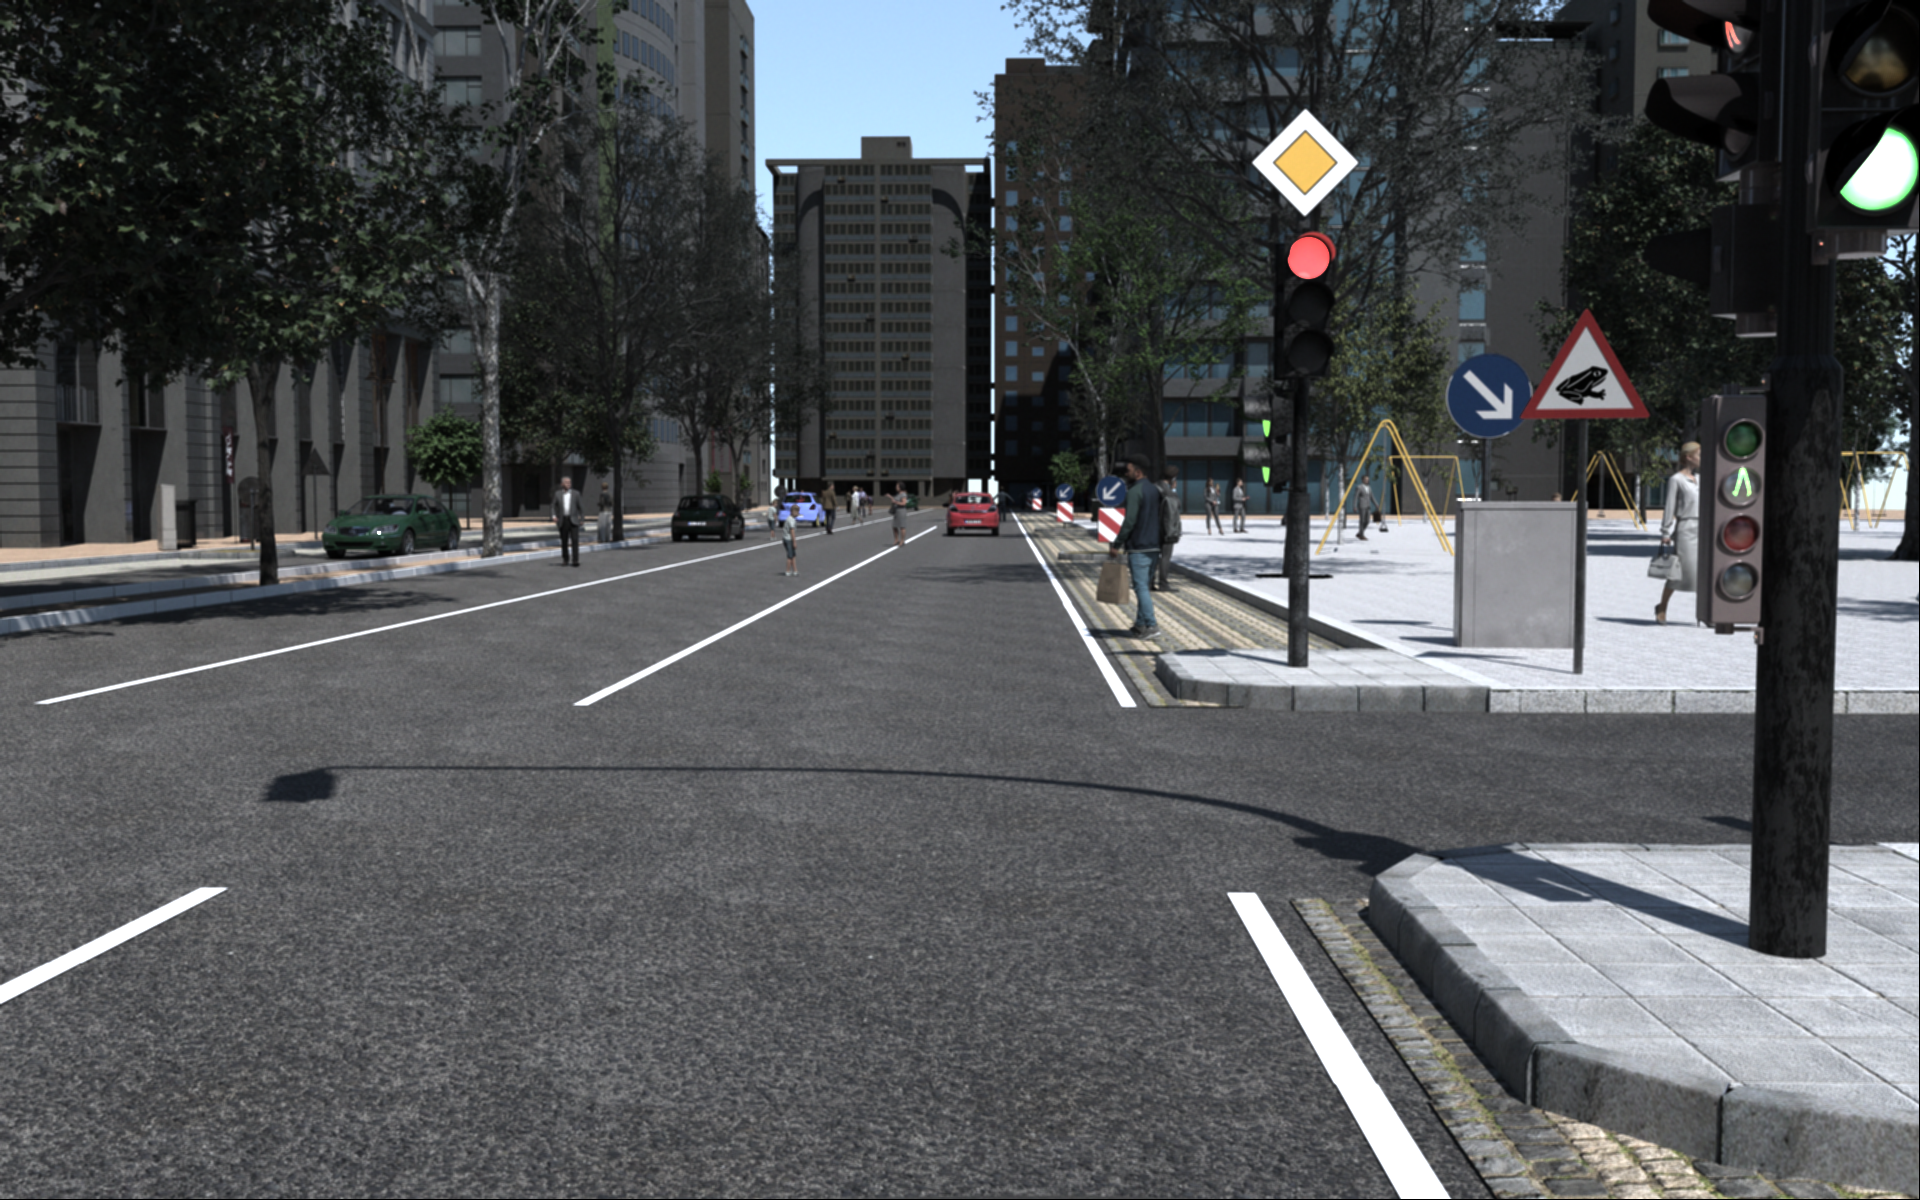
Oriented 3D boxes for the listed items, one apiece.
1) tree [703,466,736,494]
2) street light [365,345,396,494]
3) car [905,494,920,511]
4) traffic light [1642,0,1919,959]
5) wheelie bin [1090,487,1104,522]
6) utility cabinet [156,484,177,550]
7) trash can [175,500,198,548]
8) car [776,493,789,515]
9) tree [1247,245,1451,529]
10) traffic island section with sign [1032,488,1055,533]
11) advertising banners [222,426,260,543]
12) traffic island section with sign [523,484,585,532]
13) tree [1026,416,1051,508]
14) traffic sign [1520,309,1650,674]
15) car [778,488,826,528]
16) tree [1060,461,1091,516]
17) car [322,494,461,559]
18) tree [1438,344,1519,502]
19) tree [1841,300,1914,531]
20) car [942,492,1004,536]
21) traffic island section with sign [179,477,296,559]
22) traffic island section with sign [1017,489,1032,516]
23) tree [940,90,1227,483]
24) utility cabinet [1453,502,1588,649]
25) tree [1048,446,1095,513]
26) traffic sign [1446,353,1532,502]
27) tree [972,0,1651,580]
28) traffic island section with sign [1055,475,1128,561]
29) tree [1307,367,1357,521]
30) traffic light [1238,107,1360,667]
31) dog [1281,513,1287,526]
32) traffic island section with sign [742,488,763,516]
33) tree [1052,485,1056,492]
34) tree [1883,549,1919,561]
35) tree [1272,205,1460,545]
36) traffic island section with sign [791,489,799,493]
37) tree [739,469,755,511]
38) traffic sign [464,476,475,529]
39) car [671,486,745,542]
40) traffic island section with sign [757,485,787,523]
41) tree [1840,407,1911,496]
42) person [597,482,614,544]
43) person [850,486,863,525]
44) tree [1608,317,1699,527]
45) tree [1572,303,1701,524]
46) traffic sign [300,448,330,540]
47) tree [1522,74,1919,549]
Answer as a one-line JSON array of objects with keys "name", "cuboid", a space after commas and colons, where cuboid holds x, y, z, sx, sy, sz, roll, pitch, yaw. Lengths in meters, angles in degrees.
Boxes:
[{"name": "tree", "cuboid": [-16.593, -7.522, 117.590, 1.663, 3.219, 1.824, 0, 3, 0]}, {"name": "street light", "cuboid": [-17.997, -4.963, 53.937, 0.468, 5.910, 1.993, 0, 4, 1]}, {"name": "car", "cuboid": [-4.524, -8.423, 149.519, 2.131, 1.459, 4.920, 0, 4, 1]}, {"name": "traffic light", "cuboid": [0.211, -1.836, 4.694, 4.771, 5.953, 1.251, 0, 4, 1]}, {"name": "wheelie bin", "cuboid": [6.381, -4.356, 79.126, 0.980, 1.594, 0.693, 3, 5, 43]}, {"name": "utility cabinet", "cuboid": [-18.143, -1.892, 39.616, 0.318, 1.500, 1.173, -2, 4, -30]}, {"name": "trash can", "cuboid": [-18.439, -1.797, 41.034, 0.748, 1.137, 0.748, 0, 3, 0]}, {"name": "car", "cuboid": [-11.684, -6.815, 120.462, 2.155, 1.783, 4.494, 0, 4, 3]}, {"name": "tree", "cuboid": [14.335, -7.898, 63.544, 7.601, 10.594, 8.767, -3, 5, -40]}, {"name": "traffic island section with sign", "cuboid": [3.781, -3.430, 64.703, 1.989, 1.847, 2.006, 0, 4, 1]}, {"name": "advertising banners", "cuboid": [-18.738, -3.008, 45.376, 0.090, 3.025, 2.074, 0, 4, 7]}, {"name": "traffic island section with sign", "cuboid": [-15.415, -3.513, 66.058, 1.989, 1.847, 2.006, 0, 4, 1]}, {"name": "tree", "cuboid": [8.319, -13.009, 163.057, 4.360, 8.622, 3.978, 0, 3, 0]}, {"name": "traffic sign", "cuboid": [4.408, -0.751, 12.282, 0.884, 2.594, 0.081, 0, 4, 6]}, {"name": "car", "cuboid": [-6.794, -4.000, 74.997, 1.945, 1.707, 3.694, 0, 4, 3]}, {"name": "tree", "cuboid": [6.768, -6.422, 99.606, 1.663, 3.219, 1.824, 0, 3, 0]}, {"name": "car", "cuboid": [-13.054, -1.724, 39.979, 2.131, 1.459, 4.920, 0, 4, 3]}, {"name": "tree", "cuboid": [25.277, -8.201, 84.450, 4.360, 8.622, 3.978, 0, 3, 0]}, {"name": "tree", "cuboid": [31.090, -6.705, 59.995, 4.360, 8.622, 3.978, 0, 3, 0]}, {"name": "car", "cuboid": [0.455, -3.129, 60.201, 2.155, 1.783, 4.494, 0, 4, 0]}, {"name": "traffic island section with sign", "cuboid": [-16.061, -1.844, 38.776, 1.989, 1.847, 2.006, 0, 4, 1]}, {"name": "traffic island section with sign", "cuboid": [4.972, -6.482, 114.607, 1.989, 1.847, 2.006, 0, 4, 1]}, {"name": "tree", "cuboid": [5.784, -13.829, 81.996, 12.611, 20.169, 13.585, 0, 3, 0]}, {"name": "utility cabinet", "cuboid": [4.687, -0.205, 14.515, 1.020, 1.237, 0.306, 0, 4, 7]}, {"name": "tree", "cuboid": [7.548, -8.217, 118.054, 4.285, 4.588, 4.351, 0, 3, 0]}, {"name": "traffic sign", "cuboid": [4.795, -0.959, 15.789, 0.768, 2.556, 0.104, 0, 4, 4]}, {"name": "tree", "cuboid": [5.185, -7.073, 26.011, 12.009, 13.543, 11.850, 0, 3, 0]}, {"name": "traffic island section with sign", "cuboid": [3.149, -1.782, 37.756, 1.989, 1.847, 2.006, 0, 4, 1]}, {"name": "tree", "cuboid": [17.664, -8.137, 83.394, 4.360, 8.622, 3.978, 0, 3, 0]}, {"name": "traffic light", "cuboid": [2.495, -1.459, 12.768, 0.839, 4.253, 0.868, 0, 4, 1]}, {"name": "dog", "cuboid": [13.254, -3.453, 70.844, 0.800, 0.831, 0.513, 0, 4, 7]}, {"name": "traffic island section with sign", "cuboid": [-14.222, -6.535, 115.472, 1.989, 1.847, 2.006, 0, 4, 1]}, {"name": "tree", "cuboid": [8.447, -8.829, 138.950, 1.663, 3.219, 1.824, 0, 3, 0]}, {"name": "tree", "cuboid": [18.609, -7.126, 33.524, 9.611, 12.733, 9.660, 0, 3, 0]}, {"name": "tree", "cuboid": [9.783, -5.693, 43.437, 4.737, 8.622, 4.395, 0, 3, 0]}, {"name": "traffic island section with sign", "cuboid": [-13.585, -8.183, 142.420, 1.989, 1.847, 2.006, 0, 4, 1]}, {"name": "tree", "cuboid": [-16.551, -8.436, 132.530, 1.663, 3.219, 1.824, 0, 3, 0]}, {"name": "traffic sign", "cuboid": [-18.176, -3.905, 63.947, 0.768, 2.556, 0.104, 0, 4, 3]}, {"name": "car", "cuboid": [-7.713, -2.657, 53.224, 2.009, 1.686, 4.222, 0, 4, 2]}, {"name": "traffic island section with sign", "cuboid": [-9.197, -4.884, 87.982, 2.006, 1.907, 1.989, 0, 4, 1]}, {"name": "tree", "cuboid": [49.466, -7.193, 80.517, 20.602, 7.101, 11.467, 1, 4, 8]}, {"name": "person", "cuboid": [-9.833, -2.376, 47.896, 0.362, 1.759, 0.519, 2, 4, 33]}, {"name": "person", "cuboid": [-4.759, -4.344, 79.751, 0.641, 1.798, 0.478, 0, 4, 4]}, {"name": "tree", "cuboid": [26.716, -7.162, 67.457, 4.737, 8.622, 4.395, 0, 3, 0]}, {"name": "tree", "cuboid": [29.591, -8.571, 74.548, 8.767, 10.594, 7.601, 2, 4, 27]}, {"name": "traffic sign", "cuboid": [-18.157, -2.983, 48.774, 0.884, 2.594, 0.081, 0, 4, 8]}, {"name": "tree", "cuboid": [20.247, -7.990, 47.649, 9.611, 12.733, 9.660, 0, 3, 0]}]
